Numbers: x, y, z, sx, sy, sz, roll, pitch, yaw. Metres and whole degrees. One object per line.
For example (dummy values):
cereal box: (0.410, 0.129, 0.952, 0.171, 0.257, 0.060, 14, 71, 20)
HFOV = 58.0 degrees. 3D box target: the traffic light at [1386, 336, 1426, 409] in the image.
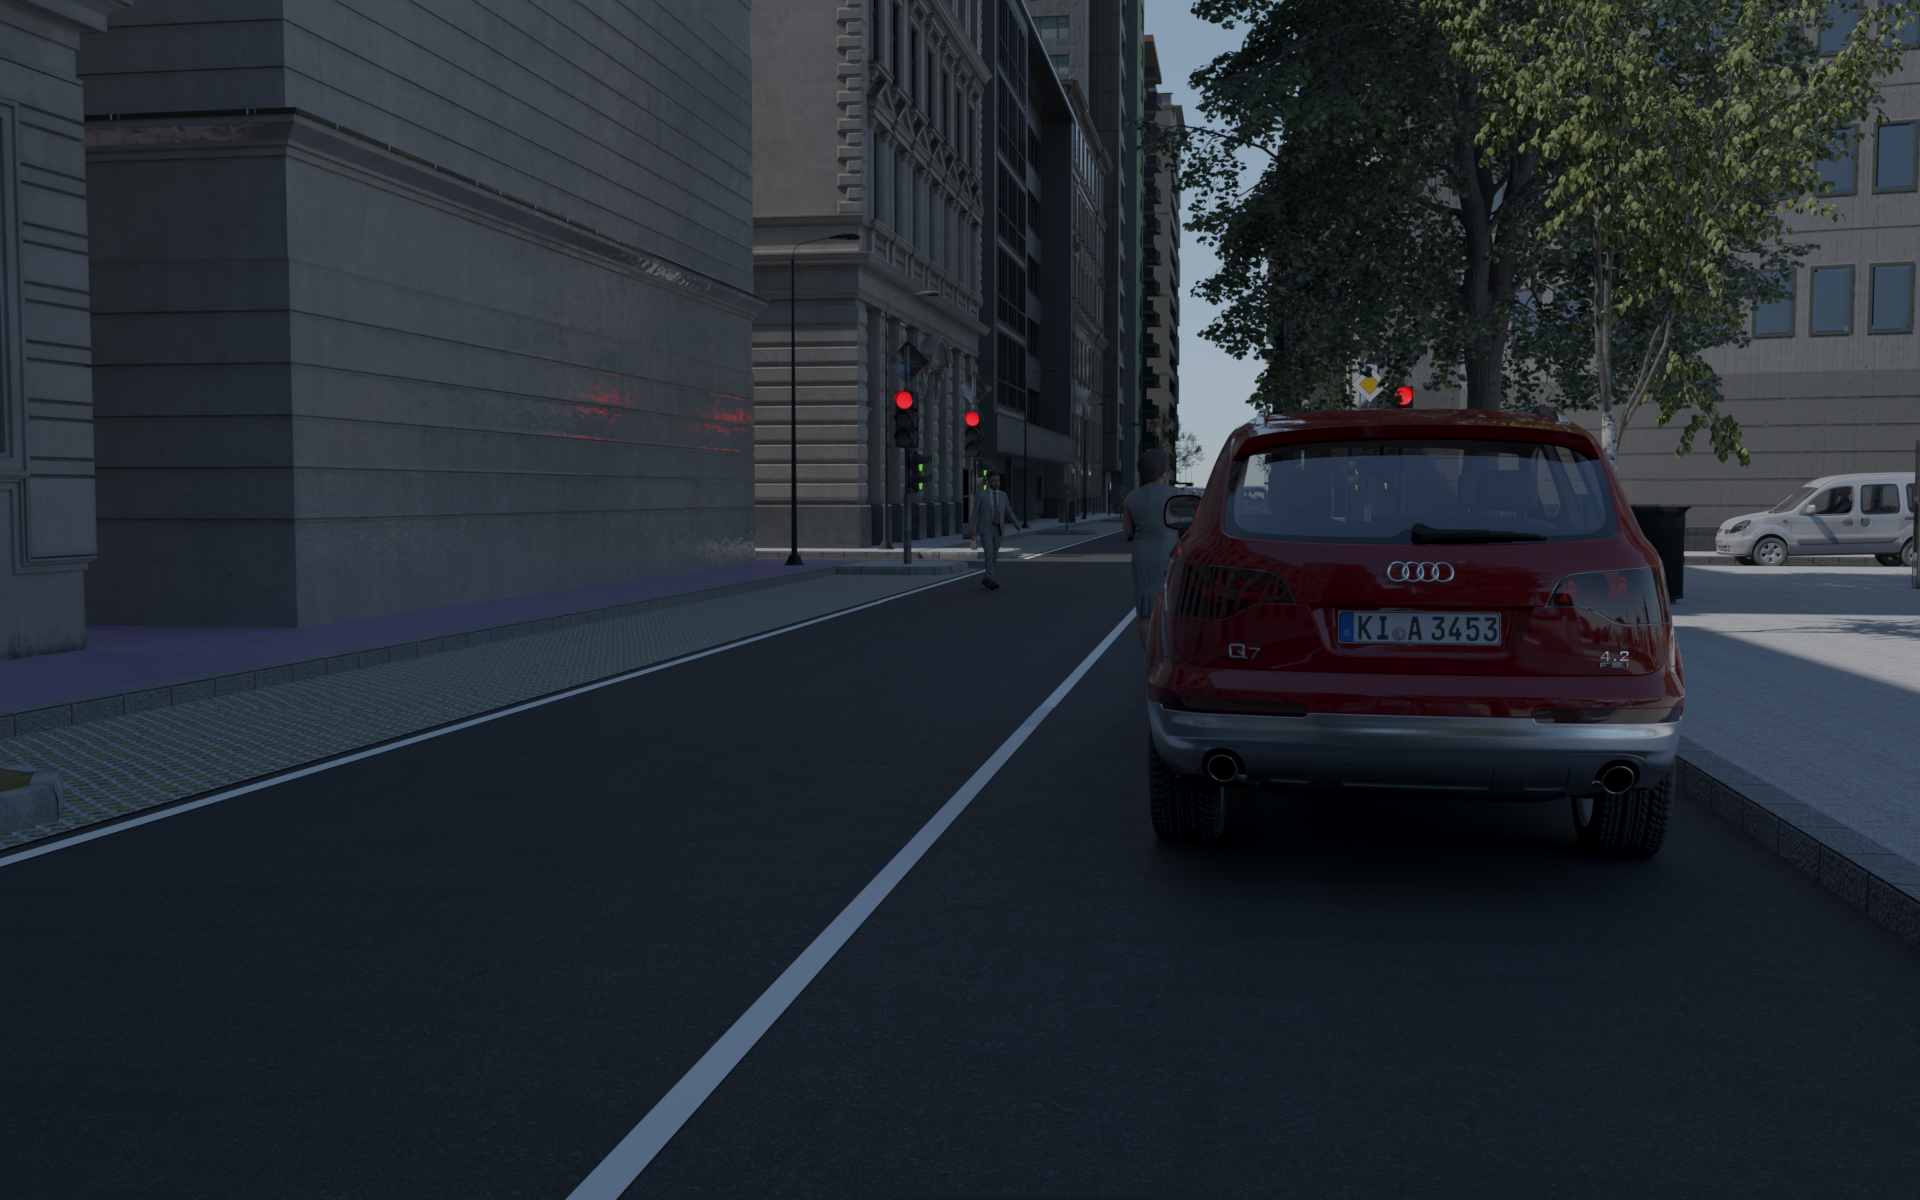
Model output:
traffic light: (7.701, -2.531, 30.307, 0.839, 4.253, 0.868, 1, 4, 9)

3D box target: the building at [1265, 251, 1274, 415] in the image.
building: (55.705, -36.550, 252.220, 22.147, 44.769, 28.867, 1, 4, 9)

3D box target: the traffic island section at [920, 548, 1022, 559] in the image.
traffic island section: (0.305, -1.067, 39.724, 2.009, 0.180, 2.903, 1, 4, 9)

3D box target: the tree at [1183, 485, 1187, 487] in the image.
tree: (35.639, -16.975, 272.139, 1.663, 3.219, 1.824, 0, 3, 0)

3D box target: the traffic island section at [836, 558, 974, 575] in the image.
traffic island section: (-0.986, -0.585, 31.844, 2.009, 0.180, 2.903, 1, 4, 9)

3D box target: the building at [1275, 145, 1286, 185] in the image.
building: (52.065, -36.910, 227.178, 21.300, 48.544, 21.600, 1, 4, 9)

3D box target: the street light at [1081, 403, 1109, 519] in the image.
street light: (6.904, -7.091, 88.481, 1.470, 5.913, 1.316, 1, 4, 9)

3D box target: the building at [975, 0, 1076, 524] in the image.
building: (-3.479, -15.657, 75.055, 14.314, 24.678, 30.058, 1, 4, 9)

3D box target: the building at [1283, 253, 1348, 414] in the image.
building: (39.939, -17.851, 136.900, 27.650, 21.520, 28.899, 1, 4, 9)

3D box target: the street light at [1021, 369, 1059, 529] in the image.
street light: (2.965, -5.616, 64.364, 1.470, 5.913, 1.316, 1, 4, 9)

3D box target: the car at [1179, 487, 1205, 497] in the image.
car: (11.779, -4.872, 88.326, 2.281, 1.827, 5.304, 1, 4, 9)

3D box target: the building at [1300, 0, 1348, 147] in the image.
building: (42.461, -45.017, 174.277, 20.563, 71.187, 20.611, 1, 4, 9)

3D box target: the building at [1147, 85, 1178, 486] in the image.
building: (14.985, -35.784, 208.769, 21.300, 48.544, 21.600, 1, 4, 9)

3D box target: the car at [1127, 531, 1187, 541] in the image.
car: (6.270, -2.617, 54.582, 2.131, 1.459, 4.920, 1, 4, 9)

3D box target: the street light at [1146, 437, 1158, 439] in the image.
street light: (15.322, -10.272, 140.480, 1.470, 5.913, 1.316, 1, 4, 9)

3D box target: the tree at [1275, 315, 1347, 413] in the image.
tree: (14.892, -7.291, 69.570, 4.360, 8.622, 3.978, 0, 3, 0)

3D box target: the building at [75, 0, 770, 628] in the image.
building: (-26.217, -15.319, 26.875, 44.131, 29.872, 17.030, 1, 4, 9)

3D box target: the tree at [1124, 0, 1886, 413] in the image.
tree: (7.091, -7.110, 22.896, 9.857, 13.997, 8.962, 0, 3, 0)

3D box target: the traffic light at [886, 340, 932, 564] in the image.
traffic light: (-0.948, -2.617, 31.703, 0.839, 4.253, 0.868, 1, 4, 9)

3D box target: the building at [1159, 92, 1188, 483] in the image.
building: (15.787, -39.418, 233.721, 28.713, 52.752, 27.495, 1, 4, 9)

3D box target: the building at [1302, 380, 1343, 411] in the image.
building: (29.964, -47.508, 89.423, 22.319, 86.520, 31.000, 1, 4, 9)

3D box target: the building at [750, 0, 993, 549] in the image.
building: (-5.560, -13.508, 49.739, 11.050, 23.489, 19.941, 1, 4, 9)

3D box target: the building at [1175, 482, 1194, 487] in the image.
building: (18.809, -34.726, 259.647, 32.217, 40.220, 23.993, 1, 4, 9)

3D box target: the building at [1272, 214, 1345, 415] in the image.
building: (35.825, -23.691, 159.046, 14.160, 30.474, 14.107, 1, 4, 9)

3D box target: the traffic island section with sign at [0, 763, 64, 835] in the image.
traffic island section with sign: (-5.004, 0.084, 7.247, 1.989, 1.847, 2.006, 1, 4, 9)

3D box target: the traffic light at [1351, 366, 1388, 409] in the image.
traffic light: (8.992, -3.013, 38.188, 0.839, 4.253, 0.868, 1, 4, 9)

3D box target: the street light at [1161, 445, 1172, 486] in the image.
street light: (19.303, -11.731, 164.340, 1.470, 5.913, 1.316, 1, 4, 9)

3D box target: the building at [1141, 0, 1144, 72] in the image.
building: (3.512, -31.584, 140.102, 21.300, 48.544, 21.600, 1, 4, 9)

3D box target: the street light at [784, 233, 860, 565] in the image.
street light: (-2.459, -3.577, 31.021, 1.470, 5.913, 1.316, 1, 4, 9)

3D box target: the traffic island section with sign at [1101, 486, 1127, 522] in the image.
traffic island section with sign: (8.228, -4.856, 88.028, 1.989, 1.847, 2.006, 1, 4, 9)

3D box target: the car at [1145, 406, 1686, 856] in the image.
car: (2.091, 0.009, 8.532, 2.281, 1.827, 5.304, 1, 4, 11)

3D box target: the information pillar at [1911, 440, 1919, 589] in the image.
information pillar: (13.079, -1.156, 23.390, 0.304, 2.012, 0.304, 1, 4, 17)

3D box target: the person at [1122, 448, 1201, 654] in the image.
person: (1.626, -0.274, 13.342, 0.716, 1.782, 0.532, 1, 4, 21)

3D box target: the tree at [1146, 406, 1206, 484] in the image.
tree: (21.782, -15.174, 182.503, 8.767, 10.594, 7.601, 1, 4, 13)

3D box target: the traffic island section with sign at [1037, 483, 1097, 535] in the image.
traffic island section with sign: (3.805, -3.207, 61.063, 1.989, 1.847, 2.006, 1, 4, 9)

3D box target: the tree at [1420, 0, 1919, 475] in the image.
tree: (6.123, -3.986, 15.526, 4.737, 8.622, 4.395, 0, 3, 0)

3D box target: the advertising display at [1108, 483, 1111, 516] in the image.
advertising display: (8.662, -5.815, 100.289, 0.123, 1.923, 0.974, 0, 4, 8)

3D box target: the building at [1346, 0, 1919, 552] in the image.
building: (25.315, -30.770, 45.081, 28.212, 58.520, 21.231, 1, 4, 9)

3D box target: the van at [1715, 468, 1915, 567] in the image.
van: (16.984, -1.637, 33.769, 4.112, 2.044, 2.013, 1, 4, 10)

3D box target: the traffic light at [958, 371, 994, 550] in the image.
traffic light: (0.343, -3.099, 39.583, 0.839, 4.253, 0.868, 1, 4, 9)

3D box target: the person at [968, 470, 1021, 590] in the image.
person: (0.485, -1.059, 26.086, 0.678, 1.792, 0.850, -2, 4, -24)

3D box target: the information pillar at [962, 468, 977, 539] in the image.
information pillar: (0.272, -2.732, 49.156, 0.304, 2.012, 0.304, -3, 5, -45)

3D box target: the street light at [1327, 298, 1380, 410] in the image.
street light: (9.158, -4.144, 40.288, 1.470, 5.913, 1.316, 1, 4, 9)

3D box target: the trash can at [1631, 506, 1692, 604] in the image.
trash can: (8.175, -0.531, 20.330, 0.748, 1.137, 0.748, 0, 3, 0)

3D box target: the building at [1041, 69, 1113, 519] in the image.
building: (1.844, -18.638, 102.000, 12.463, 27.353, 25.104, 1, 4, 9)

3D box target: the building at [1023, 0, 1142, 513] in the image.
building: (5.247, -26.792, 121.641, 14.154, 41.232, 14.086, 1, 4, 9)

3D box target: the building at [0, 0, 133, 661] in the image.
building: (-13.670, -10.315, 4.809, 11.583, 22.565, 21.152, 1, 4, 9)

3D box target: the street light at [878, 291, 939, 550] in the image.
street light: (-1.173, -4.115, 39.823, 1.470, 5.913, 1.316, 1, 4, 9)

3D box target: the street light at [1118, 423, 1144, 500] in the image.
street light: (11.337, -8.751, 115.616, 1.470, 5.913, 1.316, 1, 4, 9)

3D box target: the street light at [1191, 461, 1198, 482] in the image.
street light: (32.550, -16.685, 245.338, 1.470, 5.913, 1.316, 1, 4, 9)

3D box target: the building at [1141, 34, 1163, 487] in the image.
building: (7.773, -31.227, 165.189, 22.147, 44.769, 28.867, 1, 4, 9)
